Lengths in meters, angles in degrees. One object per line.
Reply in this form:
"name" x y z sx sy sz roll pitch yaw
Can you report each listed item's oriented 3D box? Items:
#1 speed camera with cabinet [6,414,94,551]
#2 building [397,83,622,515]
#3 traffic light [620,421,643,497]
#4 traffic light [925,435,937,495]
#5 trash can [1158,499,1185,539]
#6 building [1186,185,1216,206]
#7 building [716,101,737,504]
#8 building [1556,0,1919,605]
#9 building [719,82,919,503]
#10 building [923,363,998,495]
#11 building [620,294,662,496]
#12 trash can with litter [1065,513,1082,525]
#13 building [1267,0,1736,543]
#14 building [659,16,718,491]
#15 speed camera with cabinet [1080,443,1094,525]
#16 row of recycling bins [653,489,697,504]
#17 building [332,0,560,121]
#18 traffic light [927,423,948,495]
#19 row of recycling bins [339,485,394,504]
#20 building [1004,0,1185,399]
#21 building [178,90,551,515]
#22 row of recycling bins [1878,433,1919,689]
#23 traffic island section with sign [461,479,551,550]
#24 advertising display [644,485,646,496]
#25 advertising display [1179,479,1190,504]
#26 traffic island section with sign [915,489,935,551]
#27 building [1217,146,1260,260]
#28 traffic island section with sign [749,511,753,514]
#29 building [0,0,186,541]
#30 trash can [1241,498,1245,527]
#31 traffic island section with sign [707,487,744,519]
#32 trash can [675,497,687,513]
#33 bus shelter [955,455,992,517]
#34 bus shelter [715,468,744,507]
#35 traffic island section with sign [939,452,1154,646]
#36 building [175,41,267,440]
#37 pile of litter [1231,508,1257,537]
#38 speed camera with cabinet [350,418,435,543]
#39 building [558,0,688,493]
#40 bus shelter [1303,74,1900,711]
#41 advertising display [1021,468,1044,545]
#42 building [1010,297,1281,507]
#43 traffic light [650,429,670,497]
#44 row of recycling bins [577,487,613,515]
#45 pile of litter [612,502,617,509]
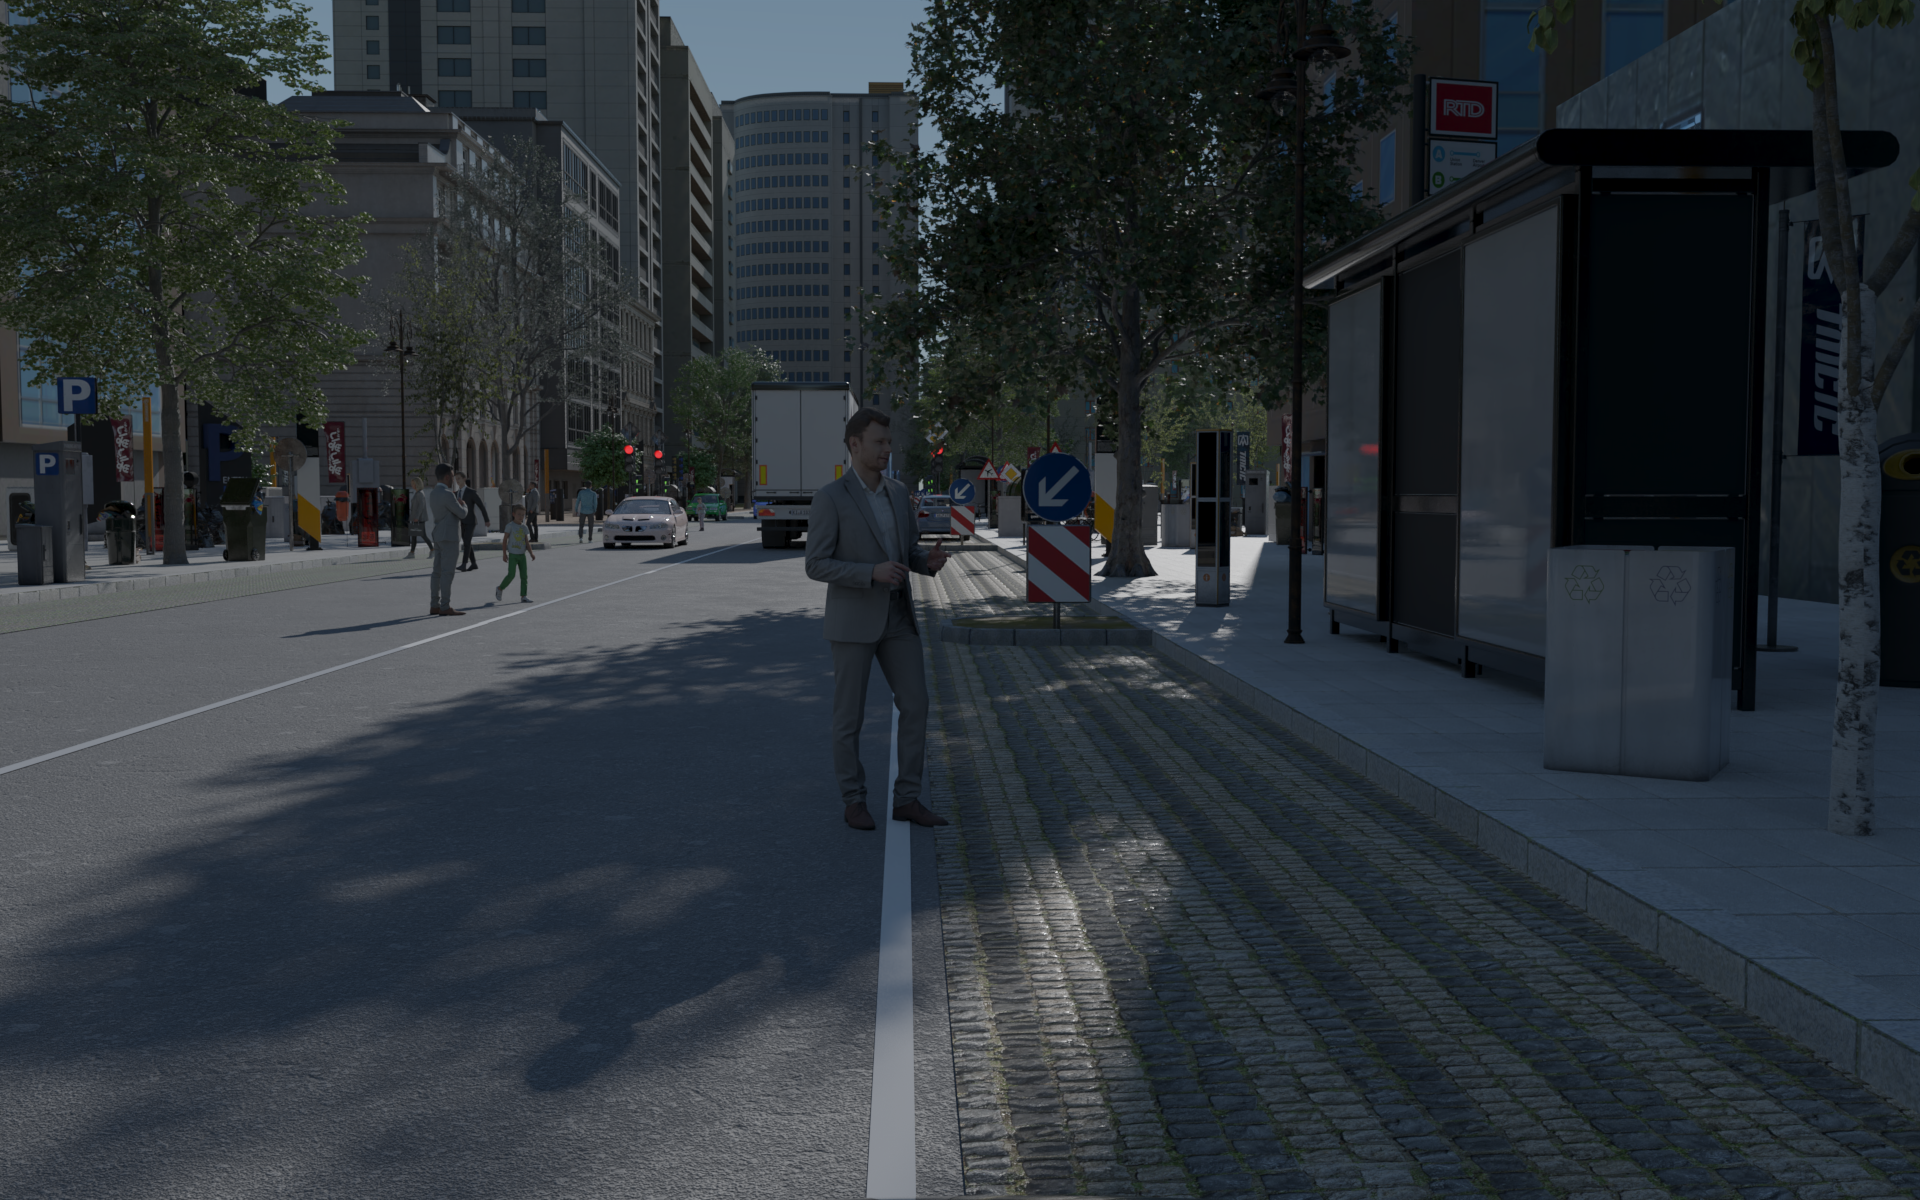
"speed camera with cabinet" -20.467 -2.725 38.893 2.038 3.252 0.660 1 4 20
"building" -31.717 -19.783 116.955 14.314 27.812 24.014 0 4 -2
"traffic light" -12.656 -4.751 66.593 0.839 4.253 0.868 0 4 -2
"traffic light" -1.108 -5.263 74.968 0.839 4.253 0.868 0 4 -2
"trash can" 5.799 -2.191 47.484 0.748 1.137 0.748 0 3 0
"building" 31.522 -36.657 249.450 14.200 45.320 14.600 0 4 -2
"building" -38.209 -35.608 205.887 21.600 48.544 21.300 0 4 -2
"building" 21.558 -42.741 11.492 22.319 86.520 31.000 0 4 -2
"building" -20.053 -43.343 250.650 28.212 58.520 21.231 0 4 -2
"building" 9.089 -25.149 256.229 28.899 21.520 27.650 0 4 -2
"building" -30.470 -16.774 138.880 10.561 19.102 19.286 0 4 -2
"trash can with litter" 3.826 -2.687 55.313 1.055 1.170 0.624 3 5 41
"building" 16.196 -24.038 43.136 14.600 45.320 14.200 0 4 -2
"building" -37.522 -34.057 180.536 21.300 48.544 21.600 0 4 -2
"speed camera with cabinet" 4.768 -4.465 67.335 0.660 3.252 2.038 0 4 -4
"row of recycling bins" -21.920 -7.747 133.776 3.534 1.692 1.069 -1 4 -20
"building" -60.239 -46.911 205.238 20.611 71.187 20.563 0 4 -2
"traffic light" -0.851 -4.775 66.987 0.839 4.253 0.868 0 4 -2
"row of recycling bins" -26.160 -4.235 76.353 1.069 1.692 3.534 1 4 15
"building" 15.649 -40.466 203.617 21.231 58.520 28.212 0 4 -2
"building" -31.040 -15.373 93.154 13.314 21.916 24.055 0 4 -2
"row of recycling bins" 7.135 -0.212 10.579 1.069 1.692 3.534 -2 4 -28
"traffic island section with sign" -11.664 -2.210 44.756 1.989 1.847 2.006 0 4 -2
"advertising display" -23.422 -7.429 126.679 0.974 1.923 0.123 -1 4 -10
"advertising display" 9.853 -4.335 76.085 0.123 1.923 0.974 2 4 31
"traffic island section with sign" -0.073 -2.172 44.144 1.989 1.847 2.006 0 4 -2
"building" 43.232 -35.837 209.644 21.600 48.544 21.300 0 4 -2
"traffic island section with sign" -14.289 -7.194 126.250 1.989 1.847 2.006 0 4 -2
"building" -33.268 -24.501 50.704 14.200 45.320 14.600 0 4 -2
"trash can" 11.403 -3.453 68.102 0.748 1.137 0.748 0 3 0
"traffic island section with sign" -13.420 -5.546 99.308 1.989 1.847 2.006 0 4 -2
"trash can" -15.661 -5.231 97.187 0.748 1.137 0.748 0 3 0
"bus shelter" 0.848 -6.050 92.849 2.014 3.302 5.546 0 4 -2
"bus shelter" -18.417 -8.790 137.645 2.014 3.302 5.546 0 4 -2
"traffic island section with sign" 0.796 -0.522 17.166 1.989 1.847 2.006 0 4 -2
"building" -44.802 -15.737 86.986 15.834 23.373 12.332 0 4 -2
"pile of litter" 8.179 -2.369 52.698 1.176 0.858 1.719 -3 4 -37
"speed camera with cabinet" -14.890 -3.124 45.415 2.038 3.252 0.660 -2 4 -26
"building" -36.065 -44.049 158.450 20.563 71.187 20.611 0 4 -2
"bus shelter" 4.233 -2.244 14.314 2.179 5.291 8.768 0 4 -2
"advertising display" 1.835 -2.351 43.655 0.123 1.923 0.974 2 4 33
"building" 19.614 -20.263 176.342 27.650 21.520 28.899 0 4 -2
"traffic light" -12.913 -5.239 74.574 0.839 4.253 0.868 0 4 -2
"row of recycling bins" -22.526 -6.109 106.998 1.069 1.692 3.534 -3 5 -45
"pile of litter" -18.184 -4.828 92.894 1.176 0.858 1.719 -1 4 -22
